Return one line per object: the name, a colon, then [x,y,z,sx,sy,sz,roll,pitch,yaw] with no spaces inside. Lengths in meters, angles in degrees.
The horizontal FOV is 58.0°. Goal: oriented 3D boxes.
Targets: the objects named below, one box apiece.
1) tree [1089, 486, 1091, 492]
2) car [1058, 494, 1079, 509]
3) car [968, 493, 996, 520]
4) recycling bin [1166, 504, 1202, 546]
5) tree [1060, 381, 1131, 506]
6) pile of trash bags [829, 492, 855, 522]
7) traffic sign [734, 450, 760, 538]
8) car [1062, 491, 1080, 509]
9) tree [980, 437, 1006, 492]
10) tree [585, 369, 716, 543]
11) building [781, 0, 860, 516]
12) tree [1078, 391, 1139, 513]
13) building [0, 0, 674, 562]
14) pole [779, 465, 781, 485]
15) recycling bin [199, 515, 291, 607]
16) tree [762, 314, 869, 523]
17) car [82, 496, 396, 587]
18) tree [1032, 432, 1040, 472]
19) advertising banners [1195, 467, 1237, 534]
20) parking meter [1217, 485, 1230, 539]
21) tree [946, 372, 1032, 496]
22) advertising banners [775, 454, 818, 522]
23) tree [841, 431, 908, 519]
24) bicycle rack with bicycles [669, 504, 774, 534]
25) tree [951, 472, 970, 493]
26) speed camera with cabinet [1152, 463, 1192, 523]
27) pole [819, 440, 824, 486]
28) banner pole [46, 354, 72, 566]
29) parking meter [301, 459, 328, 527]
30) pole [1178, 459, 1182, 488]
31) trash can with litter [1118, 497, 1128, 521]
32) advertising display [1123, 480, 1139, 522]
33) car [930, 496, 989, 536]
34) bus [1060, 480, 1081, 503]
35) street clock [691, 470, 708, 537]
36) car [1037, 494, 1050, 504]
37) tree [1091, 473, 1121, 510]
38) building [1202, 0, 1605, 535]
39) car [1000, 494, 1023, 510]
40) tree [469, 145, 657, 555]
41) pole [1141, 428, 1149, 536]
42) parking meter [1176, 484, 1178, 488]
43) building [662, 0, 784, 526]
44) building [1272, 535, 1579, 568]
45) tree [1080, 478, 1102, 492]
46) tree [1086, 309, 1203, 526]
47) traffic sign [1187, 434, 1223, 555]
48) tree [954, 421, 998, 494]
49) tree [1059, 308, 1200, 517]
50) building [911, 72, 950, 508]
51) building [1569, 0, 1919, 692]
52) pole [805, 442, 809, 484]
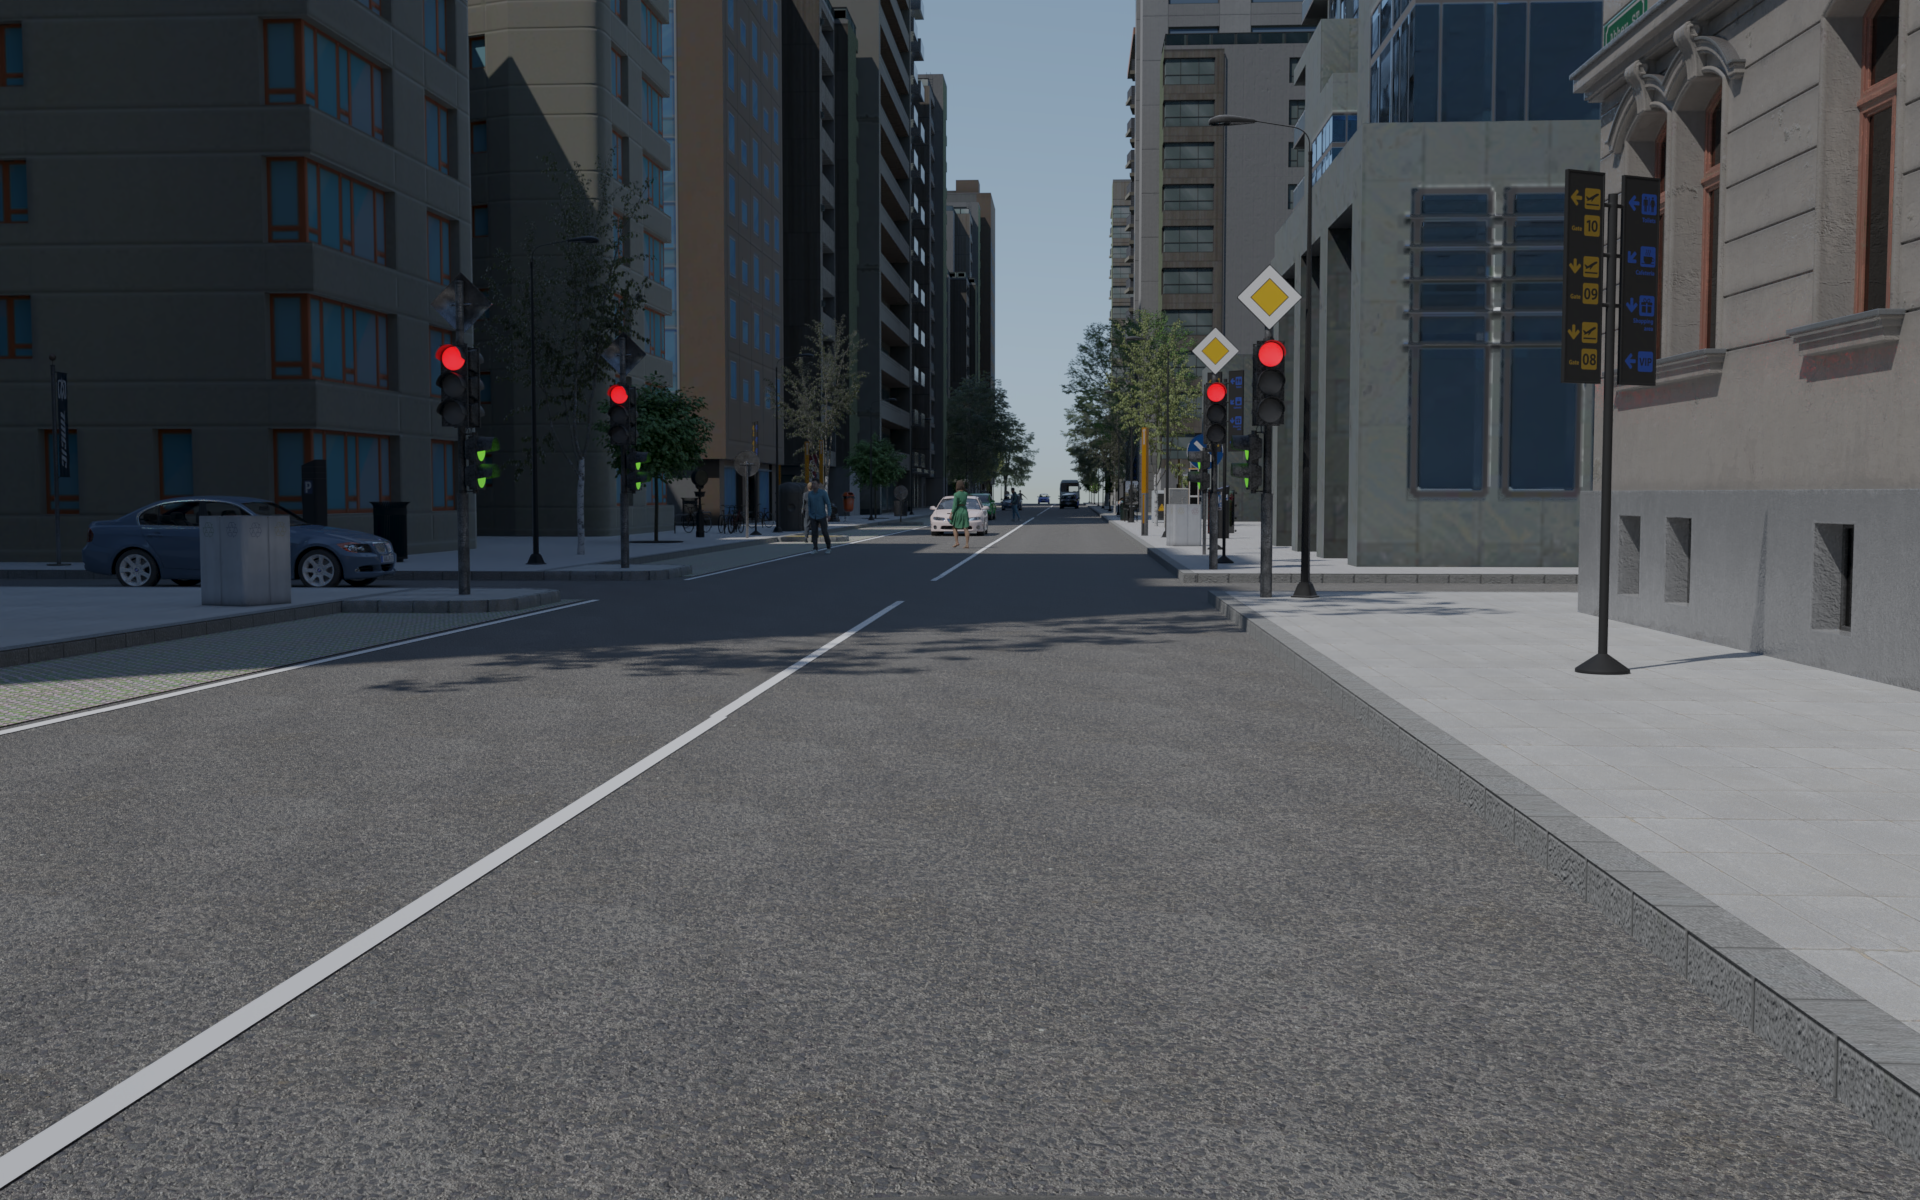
tree: [17.183,-13.876,221.469,1.663,3.219,1.824,0,3,0]
car: [10.514,-9.674,167.962,2.009,1.686,4.222,0,4,4]
car: [1.010,-5.326,95.871,1.959,1.807,4.718,0,4,5]
recycling bin: [5.534,-1.851,42.812,0.722,1.027,0.722,0,4,-8]
tree: [15.997,-17.305,189.583,9.857,13.997,8.962,0,3,0]
pile of trash bags: [-6.287,-4.320,80.381,3.447,1.369,1.912,-3,5,-43]
traffic sign: [-6.205,-3.076,50.400,0.768,2.556,0.104,0,4,4]
car: [11.007,-9.964,172.501,1.945,1.707,3.694,0,4,4]
tree: [3.279,-15.592,205.288,4.737,8.622,4.395,0,3,0]
tree: [-8.127,-3.794,45.738,4.285,4.588,4.351,0,3,0]
building: [-13.561,-19.983,98.423,14.160,30.474,14.107,0,4,4]
tree: [10.028,-10.029,114.331,4.360,8.622,3.978,0,3,0]
building: [-24.776,-12.341,46.814,27.650,21.520,28.899,0,4,4]
pole: [-8.914,-5.595,85.324,0.158,3.312,0.155,0,3,0]
recycling bin: [-8.306,-0.464,20.141,0.722,1.027,0.722,2,4,25]
tree: [-5.677,-7.370,70.861,4.360,8.622,3.978,0,3,0]
car: [-10.923,-0.882,26.416,4.499,1.417,2.014,0,4,2]
tree: [7.088,-21.888,264.528,9.857,13.997,8.962,0,3,0]
advertising banners: [8.207,-3.653,55.921,2.074,3.025,0.090,-3,4,-38]
parking meter: [7.579,-2.539,49.916,0.372,1.533,0.369,0,3,0]
tree: [1.062,-16.721,180.051,9.857,13.997,8.962,0,3,0]
advertising banners: [-7.175,-4.887,76.082,2.074,3.025,0.090,1,4,20]
tree: [-4.444,-6.504,90.048,4.285,4.588,4.351,0,3,0]
bicycle rack with bicycles: [-8.016,-2.673,57.086,2.852,0.926,2.925,1,4,18]
tree: [-0.142,-9.726,153.619,1.663,3.219,1.824,0,3,0]
speed camera with cabinet: [9.563,-5.052,76.940,2.038,3.252,0.660,1,4,11]
pole: [-5.209,-4.362,65.168,0.158,3.312,0.155,0,3,0]
banner pole: [-16.196,-2.519,31.195,0.401,3.779,0.863,0,4,-6]
parking meter: [-10.961,-1.450,29.421,0.399,1.863,0.255,2,4,33]
pole: [12.778,-6.537,100.721,0.158,3.312,0.155,0,3,0]
trash can with litter: [7.859,-4.395,83.242,0.624,1.170,1.055,0,4,0]
advertising display: [7.974,-4.620,80.751,0.974,1.923,0.123,-3,5,-42]
car: [0.006,-2.968,60.886,2.083,1.381,4.827,0,4,3]
bus: [14.571,-14.334,229.221,2.948,3.499,13.247,0,4,4]
street clock: [-7.693,-2.853,51.220,0.471,2.002,0.358,-3,5,-42]
car: [12.119,-14.714,250.169,1.945,1.707,3.694,0,4,5]
tree: [12.206,-9.033,142.283,1.663,3.219,1.824,0,3,0]
building: [22.750,-46.427,71.757,22.319,86.520,31.000,0,4,4]
car: [4.592,-8.609,152.754,2.014,1.417,4.499,0,4,4]
tree: [-8.201,-5.283,36.739,4.360,8.622,3.978,0,3,0]
pole: [5.679,-3.628,53.155,0.158,3.312,0.155,0,3,0]
parking meter: [12.839,-5.859,101.502,0.255,1.863,0.399,2,4,23]
building: [-15.848,-26.046,75.958,14.600,45.320,14.200,0,4,4]
building: [23.162,-44.361,37.975,31.000,86.520,22.319,0,4,4]
tree: [19.368,-16.645,255.851,4.285,4.588,4.351,0,3,0]
tree: [7.776,-7.225,68.493,4.737,8.622,4.395,0,3,0]
traffic sign: [5.174,-2.232,36.607,0.768,2.556,0.104,1,4,10]
tree: [1.469,-13.510,171.242,4.360,8.622,3.978,0,3,0]
tree: [9.402,-10.376,95.400,9.928,11.665,9.643,0,3,0]
building: [-8.706,-29.392,164.155,14.154,41.232,14.086,0,4,4]
building: [12.201,-13.400,6.474,14.401,28.519,23.554,0,4,4]
pole: [-5.940,-4.491,67.263,0.158,3.312,0.155,0,3,0]
